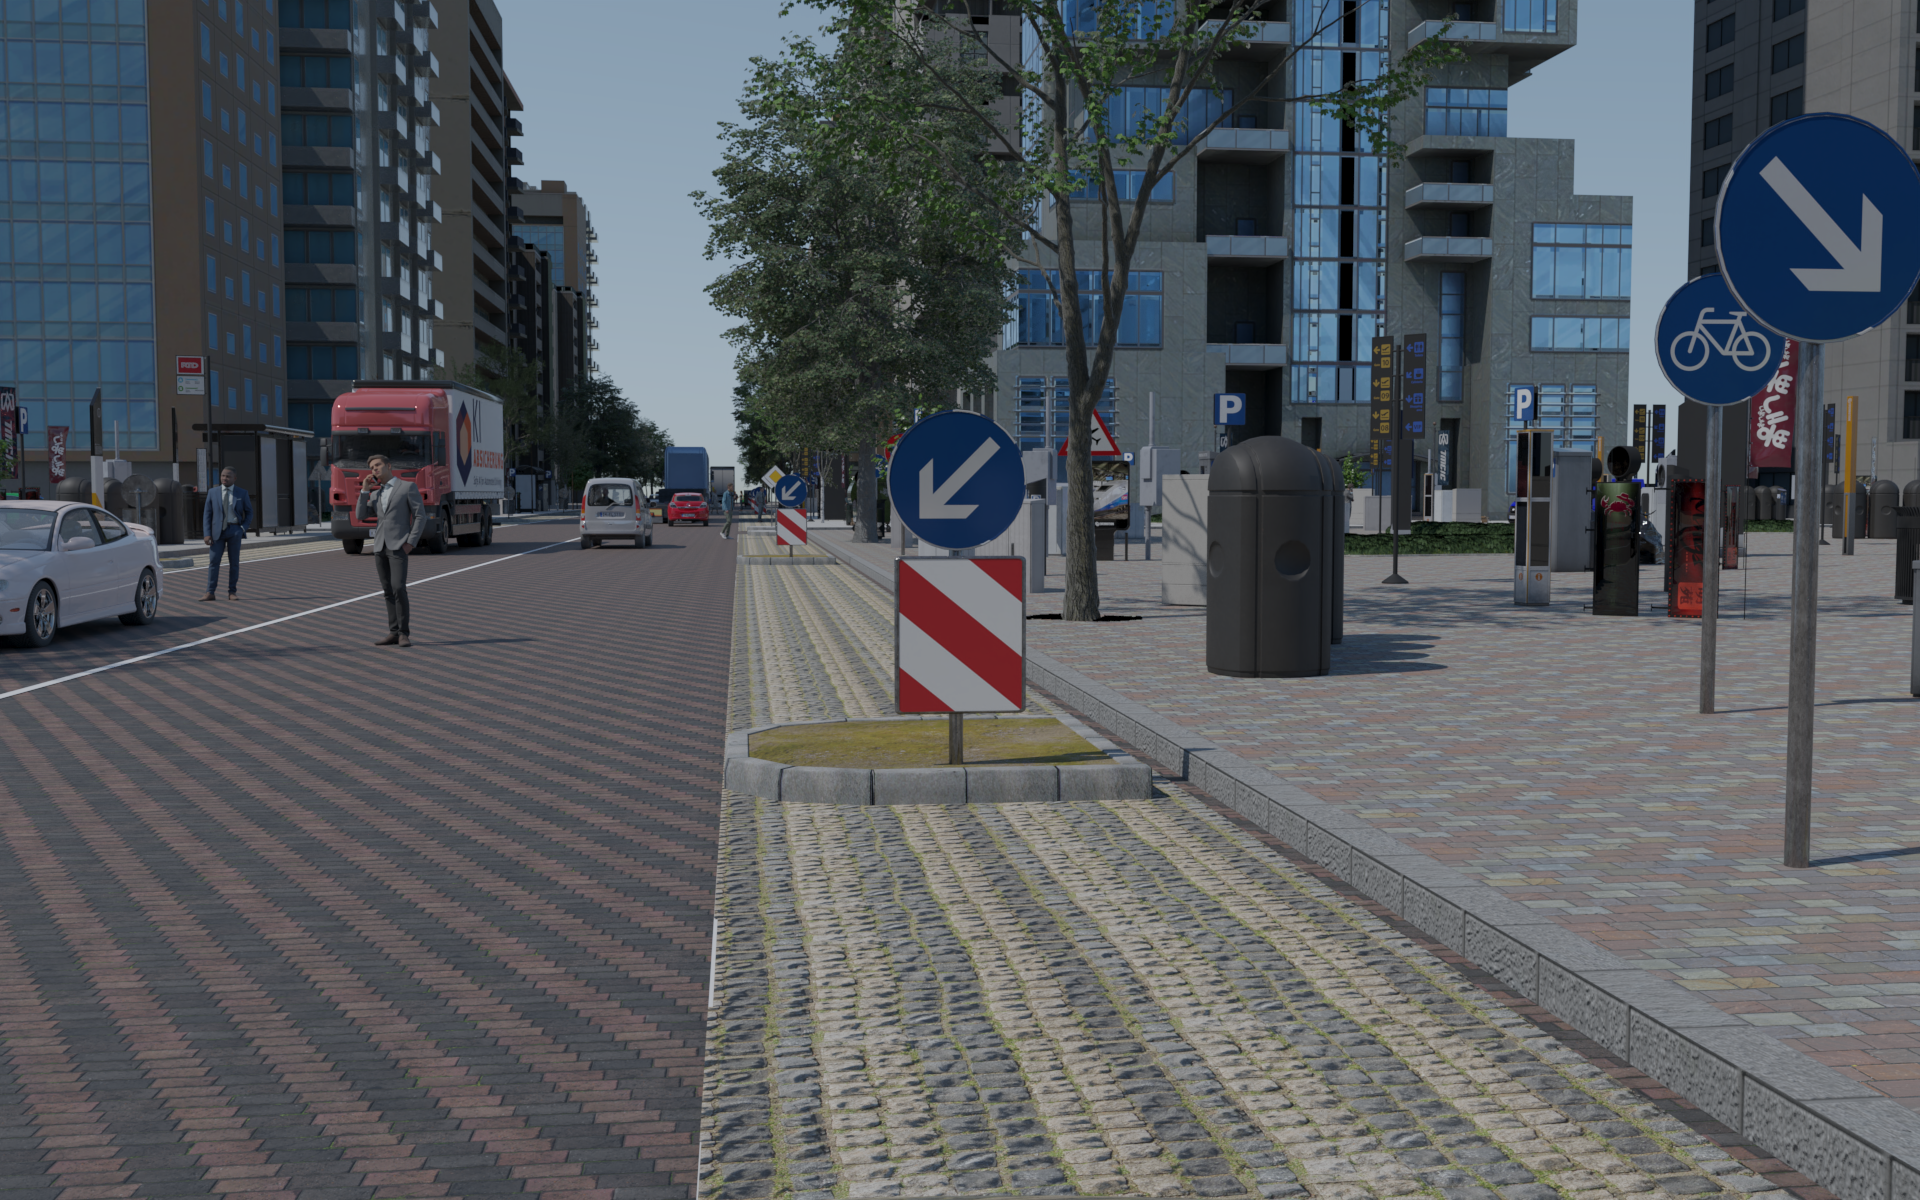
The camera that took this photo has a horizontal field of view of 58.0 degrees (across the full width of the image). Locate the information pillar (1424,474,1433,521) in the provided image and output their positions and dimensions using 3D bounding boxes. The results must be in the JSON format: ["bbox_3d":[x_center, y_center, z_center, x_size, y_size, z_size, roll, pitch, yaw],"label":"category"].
[{"bbox_3d":[17.226,-3.623,63.727,0.304,2.012,0.304,1,4,14],"label":"information pillar"}]

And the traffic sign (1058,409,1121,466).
[{"bbox_3d":[1.797,-1.473,24.081,0.884,2.594,0.081,0,3,0],"label":"traffic sign"}]

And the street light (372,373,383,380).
[{"bbox_3d":[-22.263,-5.722,66.335,0.468,5.910,1.993,0,4,-7],"label":"street light"}]

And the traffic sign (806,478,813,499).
[{"bbox_3d":[-8.556,-6.167,100.931,0.768,2.556,0.104,0,4,-3],"label":"traffic sign"}]

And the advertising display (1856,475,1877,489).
[{"bbox_3d":[31.034,-3.328,59.626,0.123,1.923,0.974,-3,4,-36],"label":"advertising display"}]

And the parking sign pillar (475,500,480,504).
[{"bbox_3d":[-27.223,-6.609,96.535,1.447,3.967,1.447,2,4,33],"label":"parking sign pillar"}]

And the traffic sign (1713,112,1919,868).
[{"bbox_3d":[2.885,-0.354,5.895,0.768,2.556,0.104,0,4,-6],"label":"traffic sign"}]

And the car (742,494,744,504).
[{"bbox_3d":[-29.377,-14.153,240.191,1.959,1.807,4.718,0,4,-6],"label":"car"}]

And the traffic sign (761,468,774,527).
[{"bbox_3d":[-7.400,-3.937,68.017,0.795,2.450,0.064,0,4,-7],"label":"traffic sign"}]

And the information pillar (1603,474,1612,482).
[{"bbox_3d":[23.832,-3.635,63.926,0.304,2.012,0.304,-3,5,-42],"label":"information pillar"}]

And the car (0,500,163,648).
[{"bbox_3d":[-9.646,-0.316,17.536,2.083,1.381,4.827,0,4,-7],"label":"car"}]

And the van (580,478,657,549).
[{"bbox_3d":[-9.262,-2.436,46.846,2.013,2.044,4.112,0,4,-6],"label":"van"}]

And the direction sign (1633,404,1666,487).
[{"bbox_3d":[17.368,-3.163,43.714,0.876,3.537,0.379,-1,4,-10],"label":"direction sign"}]

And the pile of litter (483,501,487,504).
[{"bbox_3d":[-28.818,-5.579,105.183,1.719,0.858,1.176,2,4,26],"label":"pile of litter"}]

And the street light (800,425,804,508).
[{"bbox_3d":[-8.604,-7.386,93.540,0.468,5.910,1.993,0,4,-7],"label":"street light"}]

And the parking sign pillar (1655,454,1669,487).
[{"bbox_3d":[42.159,-7.040,103.579,1.447,3.967,1.447,-2,4,-30],"label":"parking sign pillar"}]

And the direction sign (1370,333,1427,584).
[{"bbox_3d":[6.246,-2.003,24.754,0.379,3.537,0.876,-3,5,-43],"label":"direction sign"}]

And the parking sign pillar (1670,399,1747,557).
[{"bbox_3d":[15.455,-2.885,35.639,1.447,3.967,1.447,2,4,24],"label":"parking sign pillar"}]

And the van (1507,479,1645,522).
[{"bbox_3d":[24.386,-3.931,68.651,5.245,2.365,2.240,0,4,-8],"label":"van"}]

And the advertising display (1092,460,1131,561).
[{"bbox_3d":[2.774,-1.712,33.197,0.974,1.923,0.123,1,4,12],"label":"advertising display"}]

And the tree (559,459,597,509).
[{"bbox_3d":[-32.461,-9.987,146.995,4.285,4.588,4.351,0,3,0],"label":"tree"}]

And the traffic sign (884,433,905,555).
[{"bbox_3d":[-1.193,-2.210,36.247,0.768,2.556,0.104,0,4,2],"label":"traffic sign"}]

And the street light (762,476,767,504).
[{"bbox_3d":[-28.826,-17.138,252.989,0.468,5.910,1.993,0,4,-7],"label":"street light"}]

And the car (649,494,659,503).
[{"bbox_3d":[-28.509,-9.212,162.624,2.014,1.417,4.499,-1,4,-8],"label":"car"}]

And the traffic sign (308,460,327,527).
[{"bbox_3d":[-24.677,-4.083,66.764,0.884,2.594,0.081,0,4,-4],"label":"traffic sign"}]

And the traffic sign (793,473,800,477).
[{"bbox_3d":[-9.704,-6.276,102.723,0.768,2.556,0.104,0,4,-5],"label":"traffic sign"}]

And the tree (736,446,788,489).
[{"bbox_3d":[-32.894,-22.877,291.045,9.611,12.733,9.660,0,3,0],"label":"tree"}]

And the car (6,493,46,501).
[{"bbox_3d":[-33.181,-3.203,61.158,4.718,1.807,1.959,0,4,-7],"label":"car"}]

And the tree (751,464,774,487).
[{"bbox_3d":[-29.694,-18.973,260.577,4.360,8.622,3.978,0,3,0],"label":"tree"}]

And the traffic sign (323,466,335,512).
[{"bbox_3d":[-24.048,-4.072,66.576,0.884,2.594,0.081,0,4,-2],"label":"traffic sign"}]

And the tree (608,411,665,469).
[{"bbox_3d":[-45.181,-19.934,236.283,12.009,13.543,11.850,0,3,0],"label":"tree"}]

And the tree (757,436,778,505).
[{"bbox_3d":[-21.707,-15.386,201.931,4.737,8.622,4.395,0,3,0],"label":"tree"}]

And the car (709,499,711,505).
[{"bbox_3d":[-29.981,-12.048,206.567,1.945,1.707,3.694,0,4,-7],"label":"car"}]

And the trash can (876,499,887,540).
[{"bbox_3d":[-2.424,-2.278,48.895,0.748,1.137,0.748,0,3,0],"label":"trash can"}]

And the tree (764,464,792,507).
[{"bbox_3d":[-18.214,-11.597,173.331,4.285,4.588,4.351,0,3,0],"label":"tree"}]

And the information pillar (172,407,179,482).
[{"bbox_3d":[-21.218,-3.396,46.873,0.183,3.616,0.504,-1,4,-18],"label":"information pillar"}]

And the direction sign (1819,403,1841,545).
[{"bbox_3d":[21.783,-3.159,43.655,0.379,3.537,0.876,0,4,1],"label":"direction sign"}]

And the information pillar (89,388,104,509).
[{"bbox_3d":[-18.931,-2.854,38.015,0.183,3.616,0.504,0,4,-7],"label":"information pillar"}]

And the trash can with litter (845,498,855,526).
[{"bbox_3d":[-4.260,-3.581,69.938,0.624,1.170,1.055,-1,4,-22],"label":"trash can with litter"}]

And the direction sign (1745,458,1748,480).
[{"bbox_3d":[42.000,-6.194,93.262,0.876,3.537,0.379,1,4,18],"label":"direction sign"}]

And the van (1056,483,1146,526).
[{"bbox_3d":[5.006,-3.578,65.515,4.112,2.044,2.013,0,4,-6],"label":"van"}]

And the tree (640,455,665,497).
[{"bbox_3d":[-48.147,-20.219,264.984,7.601,10.594,8.767,2,4,26],"label":"tree"}]

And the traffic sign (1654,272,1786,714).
[{"bbox_3d":[4.369,-0.608,10.054,0.768,2.556,0.104,0,4,-2],"label":"traffic sign"}]

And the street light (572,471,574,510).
[{"bbox_3d":[-31.871,-10.378,142.473,0.468,5.910,1.993,0,4,-7],"label":"street light"}]

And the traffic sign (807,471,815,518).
[{"bbox_3d":[-7.956,-5.757,94.236,0.768,2.556,0.104,0,4,-3],"label":"traffic sign"}]

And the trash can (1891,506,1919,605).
[{"bbox_3d":[11.190,-0.515,20.072,0.748,1.137,0.748,0,3,0],"label":"trash can"}]

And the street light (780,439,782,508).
[{"bbox_3d":[-14.674,-10.350,142.009,0.468,5.910,1.993,0,4,-7],"label":"street light"}]

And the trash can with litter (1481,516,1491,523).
[{"bbox_3d":[23.238,-4.047,77.559,1.055,1.170,0.624,2,4,27],"label":"trash can with litter"}]

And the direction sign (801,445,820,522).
[{"bbox_3d":[-6.926,-5.404,80.345,0.876,3.537,0.379,0,4,1],"label":"direction sign"}]

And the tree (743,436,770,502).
[{"bbox_3d":[-30.064,-21.458,268.960,7.486,12.596,7.792,0,3,0],"label":"tree"}]

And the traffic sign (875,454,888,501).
[{"bbox_3d":[-2.673,-3.364,55.102,0.768,2.556,0.104,0,4,-6],"label":"traffic sign"}]

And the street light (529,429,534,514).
[{"bbox_3d":[-28.246,-8.651,114.232,0.468,5.910,1.993,0,4,-7],"label":"street light"}]

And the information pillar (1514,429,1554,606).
[{"bbox_3d":[6.578,-0.940,19.866,0.304,2.012,0.304,-1,4,-12],"label":"information pillar"}]

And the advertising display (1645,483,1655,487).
[{"bbox_3d":[41.885,-6.114,105.177,0.974,1.923,0.123,3,5,41],"label":"advertising display"}]

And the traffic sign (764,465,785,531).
[{"bbox_3d":[-6.397,-3.453,60.095,0.795,2.450,0.064,0,4,-7],"label":"traffic sign"}]

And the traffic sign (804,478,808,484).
[{"bbox_3d":[-12.425,-8.484,138.711,0.884,2.594,0.081,0,4,1],"label":"traffic sign"}]

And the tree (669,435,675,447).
[{"bbox_3d":[-51.233,-23.329,288.084,9.857,13.997,8.962,0,3,0],"label":"tree"}]

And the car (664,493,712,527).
[{"bbox_3d":[-12.197,-4.201,77.733,2.155,1.783,4.494,-1,4,-9],"label":"car"}]

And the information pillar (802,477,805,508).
[{"bbox_3d":[-8.680,-6.403,96.044,0.183,3.616,0.504,0,4,-8],"label":"information pillar"}]
